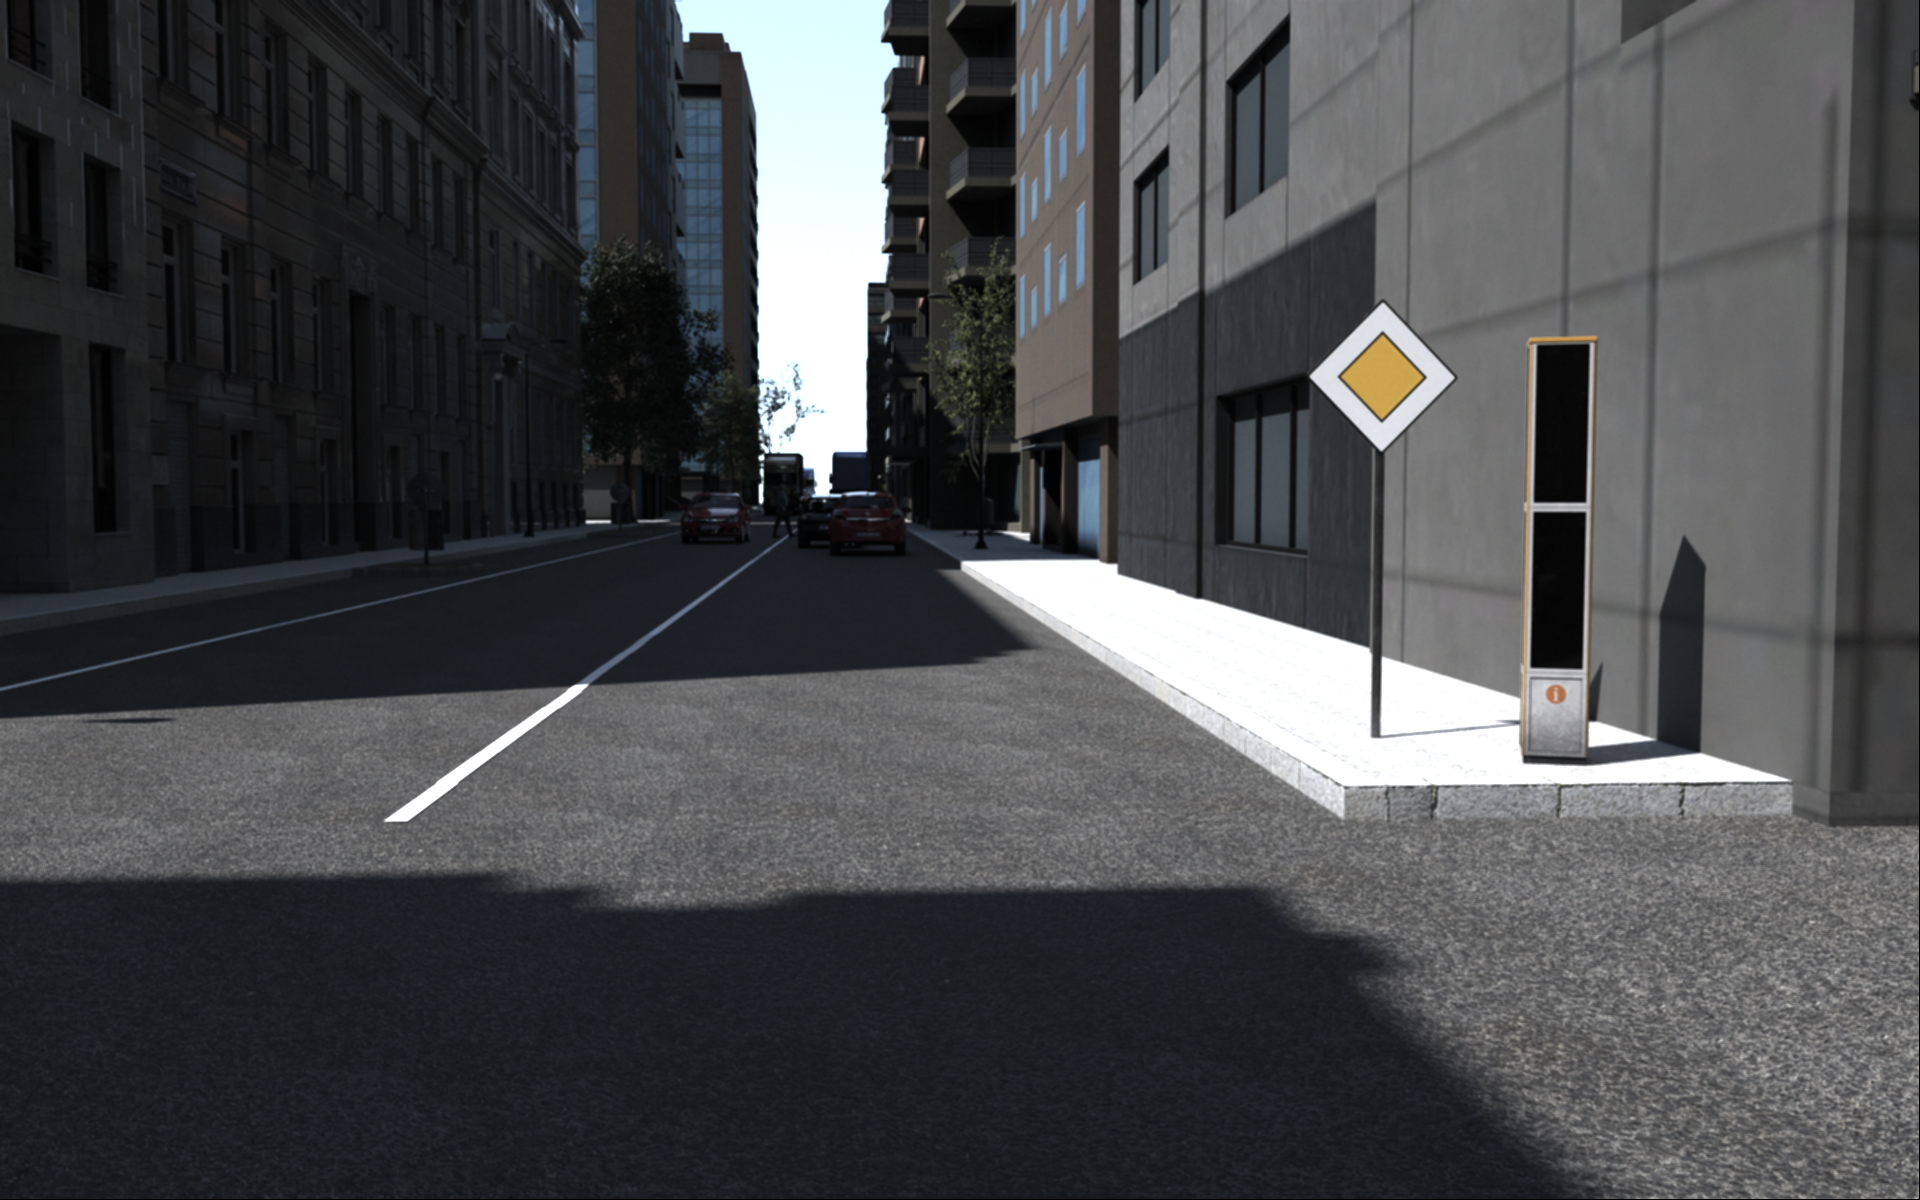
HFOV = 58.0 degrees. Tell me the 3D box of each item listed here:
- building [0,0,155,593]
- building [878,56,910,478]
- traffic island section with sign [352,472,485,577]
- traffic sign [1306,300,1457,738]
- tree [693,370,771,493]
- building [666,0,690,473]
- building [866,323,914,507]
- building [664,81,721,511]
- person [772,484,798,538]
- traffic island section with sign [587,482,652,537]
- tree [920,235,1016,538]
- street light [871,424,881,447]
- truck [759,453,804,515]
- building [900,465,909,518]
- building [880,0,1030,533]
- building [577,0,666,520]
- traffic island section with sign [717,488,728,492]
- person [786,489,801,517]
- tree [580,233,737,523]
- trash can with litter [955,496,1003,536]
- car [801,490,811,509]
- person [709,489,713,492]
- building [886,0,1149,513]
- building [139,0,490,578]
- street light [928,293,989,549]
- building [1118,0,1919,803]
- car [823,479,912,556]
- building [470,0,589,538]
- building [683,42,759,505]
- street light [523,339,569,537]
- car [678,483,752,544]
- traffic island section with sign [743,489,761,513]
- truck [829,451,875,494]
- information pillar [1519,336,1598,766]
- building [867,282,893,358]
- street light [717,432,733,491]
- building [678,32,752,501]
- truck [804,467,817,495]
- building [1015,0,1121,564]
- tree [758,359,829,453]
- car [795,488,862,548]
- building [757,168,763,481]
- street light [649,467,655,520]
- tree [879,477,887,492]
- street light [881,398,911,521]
[{"bbox_3d":[-16.334,-9.855,15.885,10.420,20.320,16.860,0,4,-4],"label":"building"},{"bbox_3d":[3.270,-34.567,184.774,23.786,49.044,30.456,0,4,-4],"label":"building"},{"bbox_3d":[-9.614,-1.365,30.952,1.989,1.847,2.006,0,4,-4],"label":"traffic island section with sign"},{"bbox_3d":[2.187,-0.331,9.061,0.795,2.450,0.064,0,4,-4],"label":"traffic sign"},{"bbox_3d":[-21.179,-14.695,158.392,7.486,12.596,7.792,0,3,0],"label":"tree"},{"bbox_3d":[-31.900,-31.805,109.257,28.713,52.752,27.495,0,4,-4],"label":"building"},{"bbox_3d":[2.329,-22.647,215.322,27.650,21.520,28.899,0,4,-4],"label":"building"},{"bbox_3d":[-35.406,-27.128,135.416,32.217,40.220,23.993,0,4,-4],"label":"building"},{"bbox_3d":[-5.775,-2.944,57.039,0.834,1.777,0.661,1,4,9],"label":"person"},{"bbox_3d":[-11.413,-3.033,58.215,1.989,1.847,2.006,0,4,-4],"label":"traffic island section with sign"},{"bbox_3d":[0.697,-6.113,50.316,4.737,8.622,4.395,0,3,0],"label":"tree"},{"bbox_3d":[-4.968,-8.706,114.876,1.470,5.913,1.316,0,4,-4],"label":"street light"},{"bbox_3d":[-12.244,-8.027,120.150,2.839,4.237,11.283,0,4,-3],"label":"truck"},{"bbox_3d":[12.866,-24.829,97.837,32.217,40.220,23.993,0,4,-4],"label":"building"},{"bbox_3d":[7.986,-25.389,69.738,22.147,44.769,28.867,0,4,-4],"label":"building"},{"bbox_3d":[-22.794,-26.858,89.231,14.600,45.320,14.200,0,4,-4],"label":"building"},{"bbox_3d":[-14.684,-6.049,107.526,1.989,1.847,2.006,0,4,-4],"label":"traffic island section with sign"},{"bbox_3d":[-10.425,-5.983,107.006,1.217,1.739,0.721,-1,4,-19],"label":"person"},{"bbox_3d":[-14.687,-9.739,76.241,9.611,12.733,9.660,0,3,0],"label":"tree"},{"bbox_3d":[0.535,-2.607,53.687,1.678,1.210,2.233,3,5,41],"label":"trash can with litter"},{"bbox_3d":[-13.053,-7.925,138.249,2.281,1.827,5.304,0,4,-5],"label":"car"},{"bbox_3d":[-13.816,-5.278,95.524,0.721,1.735,1.217,0,4,1],"label":"person"},{"bbox_3d":[4.051,-43.465,148.903,20.563,71.187,20.611,0,4,-4],"label":"building"},{"bbox_3d":[-18.663,-14.649,36.781,12.463,27.353,25.104,0,4,-4],"label":"building"},{"bbox_3d":[-0.050,-4.140,40.231,1.470,5.913,1.316,0,4,-4],"label":"street light"},{"bbox_3d":[13.350,-35.343,16.112,20.611,71.187,20.563,0,4,-4],"label":"building"},{"bbox_3d":[-2.233,-2.006,41.842,2.155,1.783,4.494,0,4,-3],"label":"car"},{"bbox_3d":[-20.725,-16.717,59.220,13.634,28.700,20.117,0,4,-4],"label":"building"},{"bbox_3d":[-33.424,-34.640,190.063,21.300,48.544,21.600,0,4,-4],"label":"building"},{"bbox_3d":[-12.406,-4.854,51.909,1.470,5.913,1.316,0,4,-4],"label":"street light"},{"bbox_3d":[-7.238,-2.595,51.467,2.155,1.783,4.494,0,4,-3],"label":"car"},{"bbox_3d":[-16.471,-7.701,134.535,1.989,1.847,2.006,0,4,-4],"label":"traffic island section with sign"},{"bbox_3d":[-6.679,-6.959,103.545,2.967,4.110,18.799,0,4,-2],"label":"truck"},{"bbox_3d":[2.857,-0.232,8.288,0.304,2.012,0.304,1,4,16],"label":"information pillar"},{"bbox_3d":[-5.650,-28.429,236.518,14.160,30.474,14.107,0,4,-4],"label":"building"},{"bbox_3d":[-17.601,-9.599,129.479,1.470,5.913,1.316,0,4,-4],"label":"street light"},{"bbox_3d":[-28.175,-31.957,172.602,14.600,45.320,14.200,0,4,-4],"label":"building"},{"bbox_3d":[-16.084,-11.584,179.154,2.967,4.110,18.799,0,4,-4],"label":"truck"},{"bbox_3d":[8.805,-23.698,37.569,14.600,45.320,14.200,0,4,-4],"label":"building"},{"bbox_3d":[-25.096,-23.607,241.864,12.611,20.169,13.585,0,3,0],"label":"tree"},{"bbox_3d":[-3.508,-2.285,47.149,2.009,1.686,4.222,0,4,-3],"label":"car"},{"bbox_3d":[-36.588,-36.535,216.962,23.786,49.044,30.456,0,4,-4],"label":"building"},{"bbox_3d":[-14.612,-6.878,84.997,1.470,5.913,1.316,0,4,-4],"label":"street light"},{"bbox_3d":[-6.740,-10.629,168.388,1.663,3.219,1.824,0,3,0],"label":"tree"},{"bbox_3d":[-2.947,-6.795,83.636,1.470,5.913,1.316,0,4,-4],"label":"street light"}]
